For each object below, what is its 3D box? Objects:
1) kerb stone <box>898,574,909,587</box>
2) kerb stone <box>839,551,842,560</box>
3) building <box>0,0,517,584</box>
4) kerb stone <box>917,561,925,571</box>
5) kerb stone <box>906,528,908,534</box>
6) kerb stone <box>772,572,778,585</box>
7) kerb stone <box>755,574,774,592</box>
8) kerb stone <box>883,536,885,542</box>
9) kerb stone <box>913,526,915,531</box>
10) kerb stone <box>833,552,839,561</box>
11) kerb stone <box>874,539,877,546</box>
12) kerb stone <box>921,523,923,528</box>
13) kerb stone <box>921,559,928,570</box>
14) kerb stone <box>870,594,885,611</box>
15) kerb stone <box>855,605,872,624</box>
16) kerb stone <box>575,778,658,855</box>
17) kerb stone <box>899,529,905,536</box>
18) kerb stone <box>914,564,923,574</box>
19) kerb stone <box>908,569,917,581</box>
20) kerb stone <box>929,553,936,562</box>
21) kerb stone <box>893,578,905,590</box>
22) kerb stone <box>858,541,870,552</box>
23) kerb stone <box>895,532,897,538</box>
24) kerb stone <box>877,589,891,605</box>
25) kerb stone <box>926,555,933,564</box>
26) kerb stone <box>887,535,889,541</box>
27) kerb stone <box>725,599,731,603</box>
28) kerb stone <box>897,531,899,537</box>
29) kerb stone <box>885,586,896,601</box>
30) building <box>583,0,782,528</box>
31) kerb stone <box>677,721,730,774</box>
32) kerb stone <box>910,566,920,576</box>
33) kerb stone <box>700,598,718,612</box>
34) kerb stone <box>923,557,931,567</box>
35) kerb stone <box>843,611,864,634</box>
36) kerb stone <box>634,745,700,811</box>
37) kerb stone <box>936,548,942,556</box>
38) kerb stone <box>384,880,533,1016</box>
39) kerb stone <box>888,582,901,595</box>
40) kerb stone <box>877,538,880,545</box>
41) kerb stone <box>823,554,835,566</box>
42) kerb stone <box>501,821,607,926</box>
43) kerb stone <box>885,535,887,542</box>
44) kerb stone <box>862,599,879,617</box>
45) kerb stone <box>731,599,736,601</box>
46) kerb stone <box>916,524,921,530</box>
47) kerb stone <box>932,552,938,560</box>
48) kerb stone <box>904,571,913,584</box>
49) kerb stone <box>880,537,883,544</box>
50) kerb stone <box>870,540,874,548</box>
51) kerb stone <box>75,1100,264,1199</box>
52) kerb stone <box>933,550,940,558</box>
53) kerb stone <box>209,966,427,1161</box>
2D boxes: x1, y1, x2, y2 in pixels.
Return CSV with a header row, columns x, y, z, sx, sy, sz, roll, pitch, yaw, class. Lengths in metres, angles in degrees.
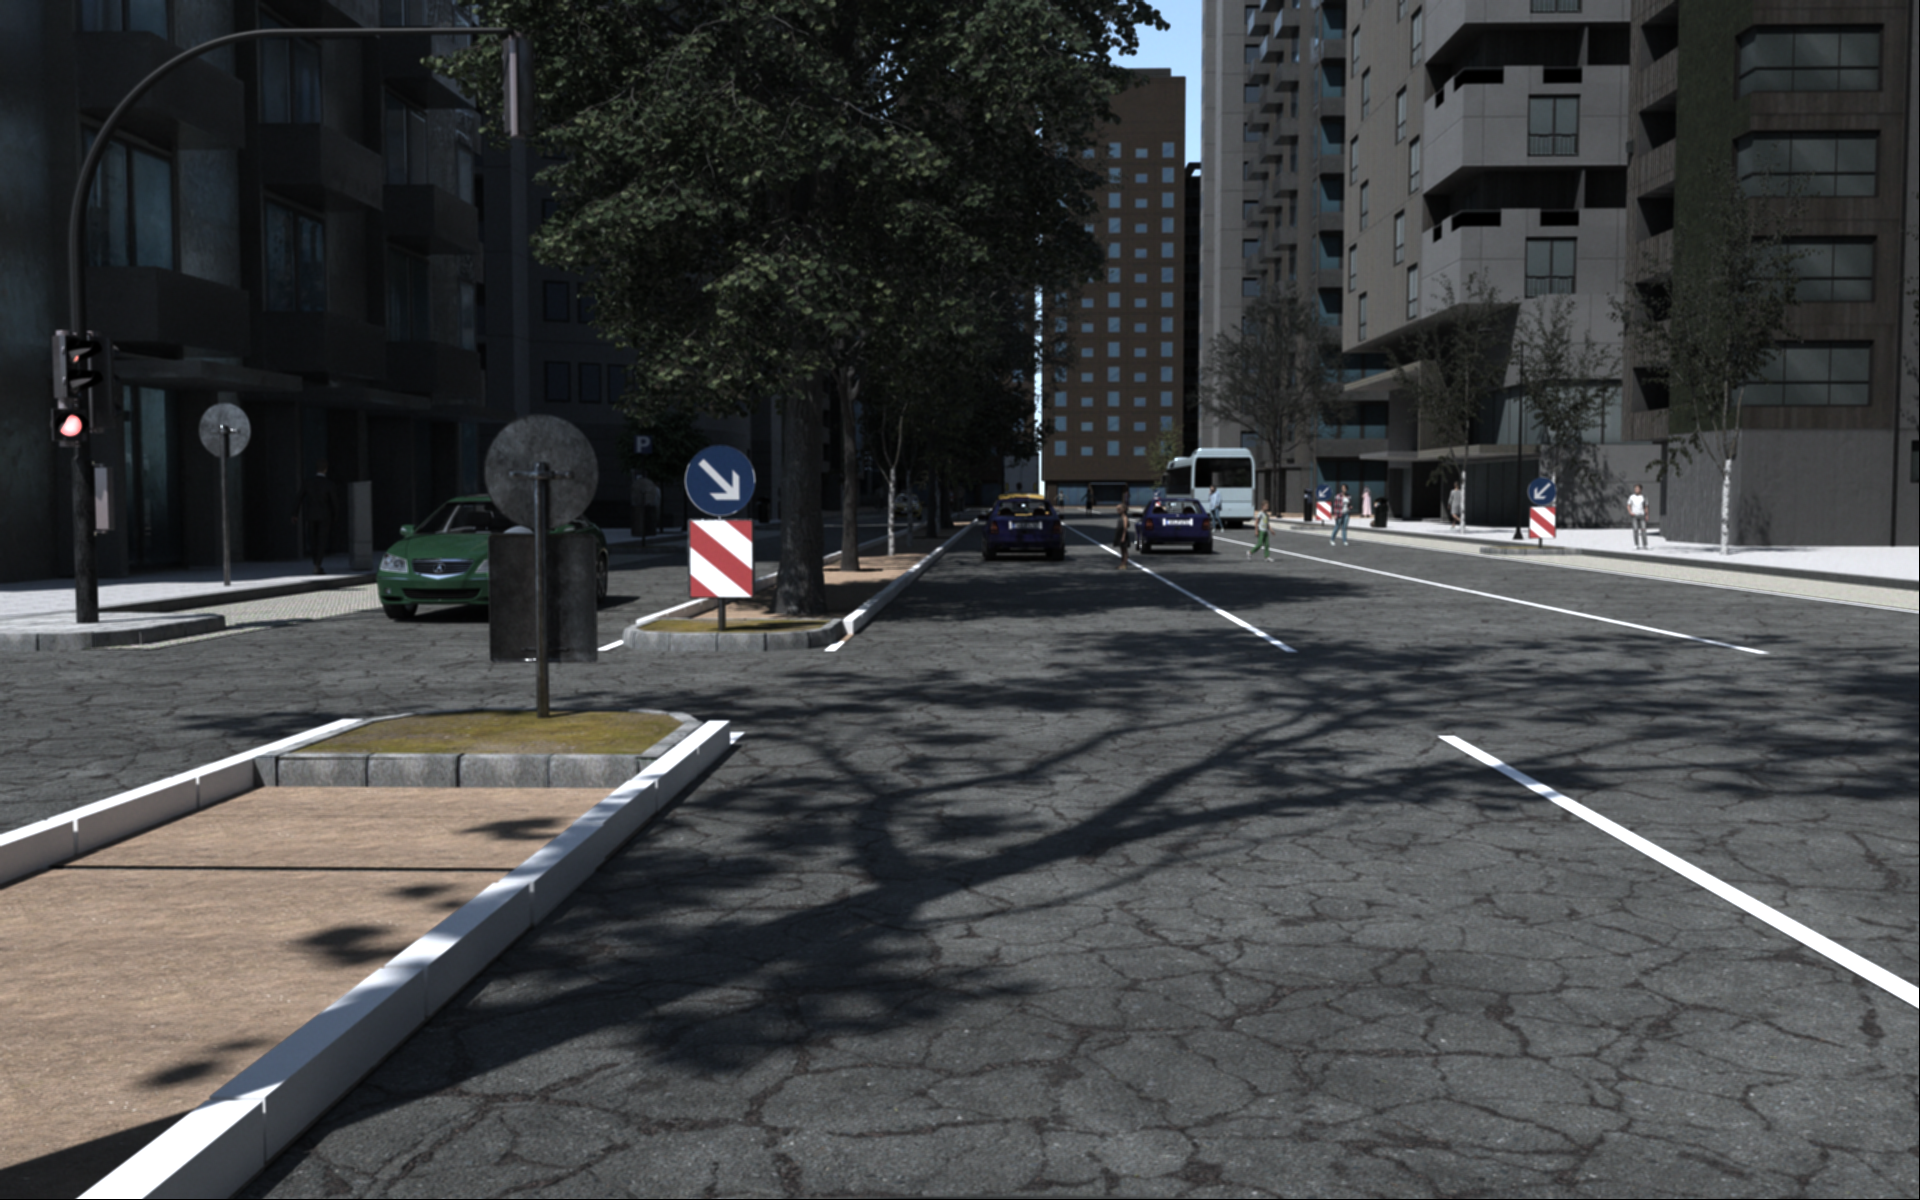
x,y,z,sx,sy,sz,roll,pitch,yaw,class
-0.904,-0.252,26.313,0.120,0.150,1.000,0,4,2,kerb stone
-2.678,-0.940,37.619,0.120,0.150,1.000,0,4,2,kerb stone
-22.968,-25.288,33.068,23.786,49.044,30.456,0,4,2,building
-0.760,-0.561,31.439,0.120,0.150,1.000,0,4,2,kerb stone
-2.013,-2.379,61.159,0.120,0.150,1.000,0,4,2,kerb stone
-2.967,-0.317,27.378,0.120,0.150,1.000,0,4,2,kerb stone
-3.000,-0.254,26.350,0.120,0.150,1.000,0,4,2,kerb stone
-2.327,-1.686,49.907,0.120,0.150,1.000,0,4,2,kerb stone
-1.894,-2.630,65.270,0.120,0.150,1.000,0,4,2,kerb stone
-2.712,-0.879,36.597,0.120,0.150,1.000,0,4,2,kerb stone
-2.421,-1.505,46.841,0.120,0.150,1.000,0,4,2,kerb stone
-1.722,-3.010,71.413,0.120,0.150,1.000,0,4,2,kerb stone
-0.724,-0.628,32.460,0.120,0.150,1.000,0,4,2,kerb stone
-1.043,0.062,21.180,0.120,0.150,1.000,0,4,2,kerb stone
-1.098,0.193,19.122,0.120,0.150,1.000,0,4,2,kerb stone
-1.438,0.914,7.258,0.120,0.150,1.000,0,4,2,kerb stone
-2.064,-2.257,59.115,0.120,0.150,1.000,0,4,2,kerb stone
-0.779,-0.501,30.412,0.120,0.150,1.000,0,4,2,kerb stone
-0.837,-0.374,28.356,0.120,0.150,1.000,0,4,2,kerb stone
-0.634,-0.816,35.536,0.120,0.150,1.000,0,4,2,kerb stone
-0.933,-0.188,25.285,0.120,0.150,1.000,0,4,2,kerb stone
-2.482,-1.382,44.793,0.120,0.150,1.000,0,4,2,kerb stone
-2.177,-2.008,55.028,0.120,0.150,1.000,0,4,2,kerb stone
-1.015,0.000,22.202,0.120,0.150,1.000,0,4,2,kerb stone
-0.670,-0.753,34.514,0.120,0.150,1.000,0,4,2,kerb stone
-2.270,-1.820,51.951,0.120,0.150,1.000,0,4,2,kerb stone
-3.113,-0.003,22.250,0.120,0.150,1.000,0,4,2,kerb stone
-2.158,-2.067,56.050,0.120,0.150,1.000,0,4,2,kerb stone
-0.979,-0.059,23.240,0.120,0.150,1.000,0,4,2,kerb stone
-20.182,-32.607,75.131,21.231,58.520,28.212,0,4,2,building
-1.375,0.788,9.307,0.120,0.150,1.000,0,4,2,kerb stone
-0.810,-0.439,29.378,0.120,0.150,1.000,0,4,2,kerb stone
-3.141,0.061,21.225,0.120,0.150,1.000,0,4,2,kerb stone
-0.692,-0.686,33.493,0.120,0.150,1.000,0,4,2,kerb stone
-1.132,0.254,18.100,0.120,0.150,1.000,0,4,2,kerb stone
-1.403,0.851,8.281,0.120,0.150,1.000,0,4,2,kerb stone
-0.546,-1.005,38.626,0.120,0.150,1.000,0,4,2,kerb stone
-1.493,1.039,5.215,0.120,0.150,1.000,0,4,2,kerb stone
-0.952,-0.122,24.262,0.120,0.150,1.000,0,4,2,kerb stone
-2.389,-1.570,47.863,0.120,0.150,1.000,0,4,2,kerb stone
-2.732,-0.811,35.575,0.120,0.150,1.000,0,4,2,kerb stone
-1.455,0.976,6.236,0.120,0.150,1.000,0,4,2,kerb stone
-2.308,-1.757,50.929,0.120,0.150,1.000,0,4,2,kerb stone
-1.074,0.125,20.145,0.120,0.150,1.000,0,4,2,kerb stone
-3.081,-0.061,23.272,0.120,0.150,1.000,0,4,2,kerb stone
-1.758,-2.948,70.390,0.120,0.150,1.000,0,4,2,kerb stone
-0.609,-0.879,36.562,0.120,0.150,1.000,0,4,2,kerb stone
-0.864,-0.314,27.334,0.120,0.150,1.000,0,4,2,kerb stone
-2.355,-1.632,48.885,0.120,0.150,1.000,0,4,2,kerb stone
-2.444,-1.441,45.819,0.120,0.150,1.000,0,4,2,kerb stone
-1.548,1.164,3.167,0.120,0.150,1.000,0,4,2,kerb stone
-0.580,-0.939,37.592,0.120,0.150,1.000,0,4,2,kerb stone
-1.524,1.101,4.189,0.120,0.150,1.000,0,4,2,kerb stone
